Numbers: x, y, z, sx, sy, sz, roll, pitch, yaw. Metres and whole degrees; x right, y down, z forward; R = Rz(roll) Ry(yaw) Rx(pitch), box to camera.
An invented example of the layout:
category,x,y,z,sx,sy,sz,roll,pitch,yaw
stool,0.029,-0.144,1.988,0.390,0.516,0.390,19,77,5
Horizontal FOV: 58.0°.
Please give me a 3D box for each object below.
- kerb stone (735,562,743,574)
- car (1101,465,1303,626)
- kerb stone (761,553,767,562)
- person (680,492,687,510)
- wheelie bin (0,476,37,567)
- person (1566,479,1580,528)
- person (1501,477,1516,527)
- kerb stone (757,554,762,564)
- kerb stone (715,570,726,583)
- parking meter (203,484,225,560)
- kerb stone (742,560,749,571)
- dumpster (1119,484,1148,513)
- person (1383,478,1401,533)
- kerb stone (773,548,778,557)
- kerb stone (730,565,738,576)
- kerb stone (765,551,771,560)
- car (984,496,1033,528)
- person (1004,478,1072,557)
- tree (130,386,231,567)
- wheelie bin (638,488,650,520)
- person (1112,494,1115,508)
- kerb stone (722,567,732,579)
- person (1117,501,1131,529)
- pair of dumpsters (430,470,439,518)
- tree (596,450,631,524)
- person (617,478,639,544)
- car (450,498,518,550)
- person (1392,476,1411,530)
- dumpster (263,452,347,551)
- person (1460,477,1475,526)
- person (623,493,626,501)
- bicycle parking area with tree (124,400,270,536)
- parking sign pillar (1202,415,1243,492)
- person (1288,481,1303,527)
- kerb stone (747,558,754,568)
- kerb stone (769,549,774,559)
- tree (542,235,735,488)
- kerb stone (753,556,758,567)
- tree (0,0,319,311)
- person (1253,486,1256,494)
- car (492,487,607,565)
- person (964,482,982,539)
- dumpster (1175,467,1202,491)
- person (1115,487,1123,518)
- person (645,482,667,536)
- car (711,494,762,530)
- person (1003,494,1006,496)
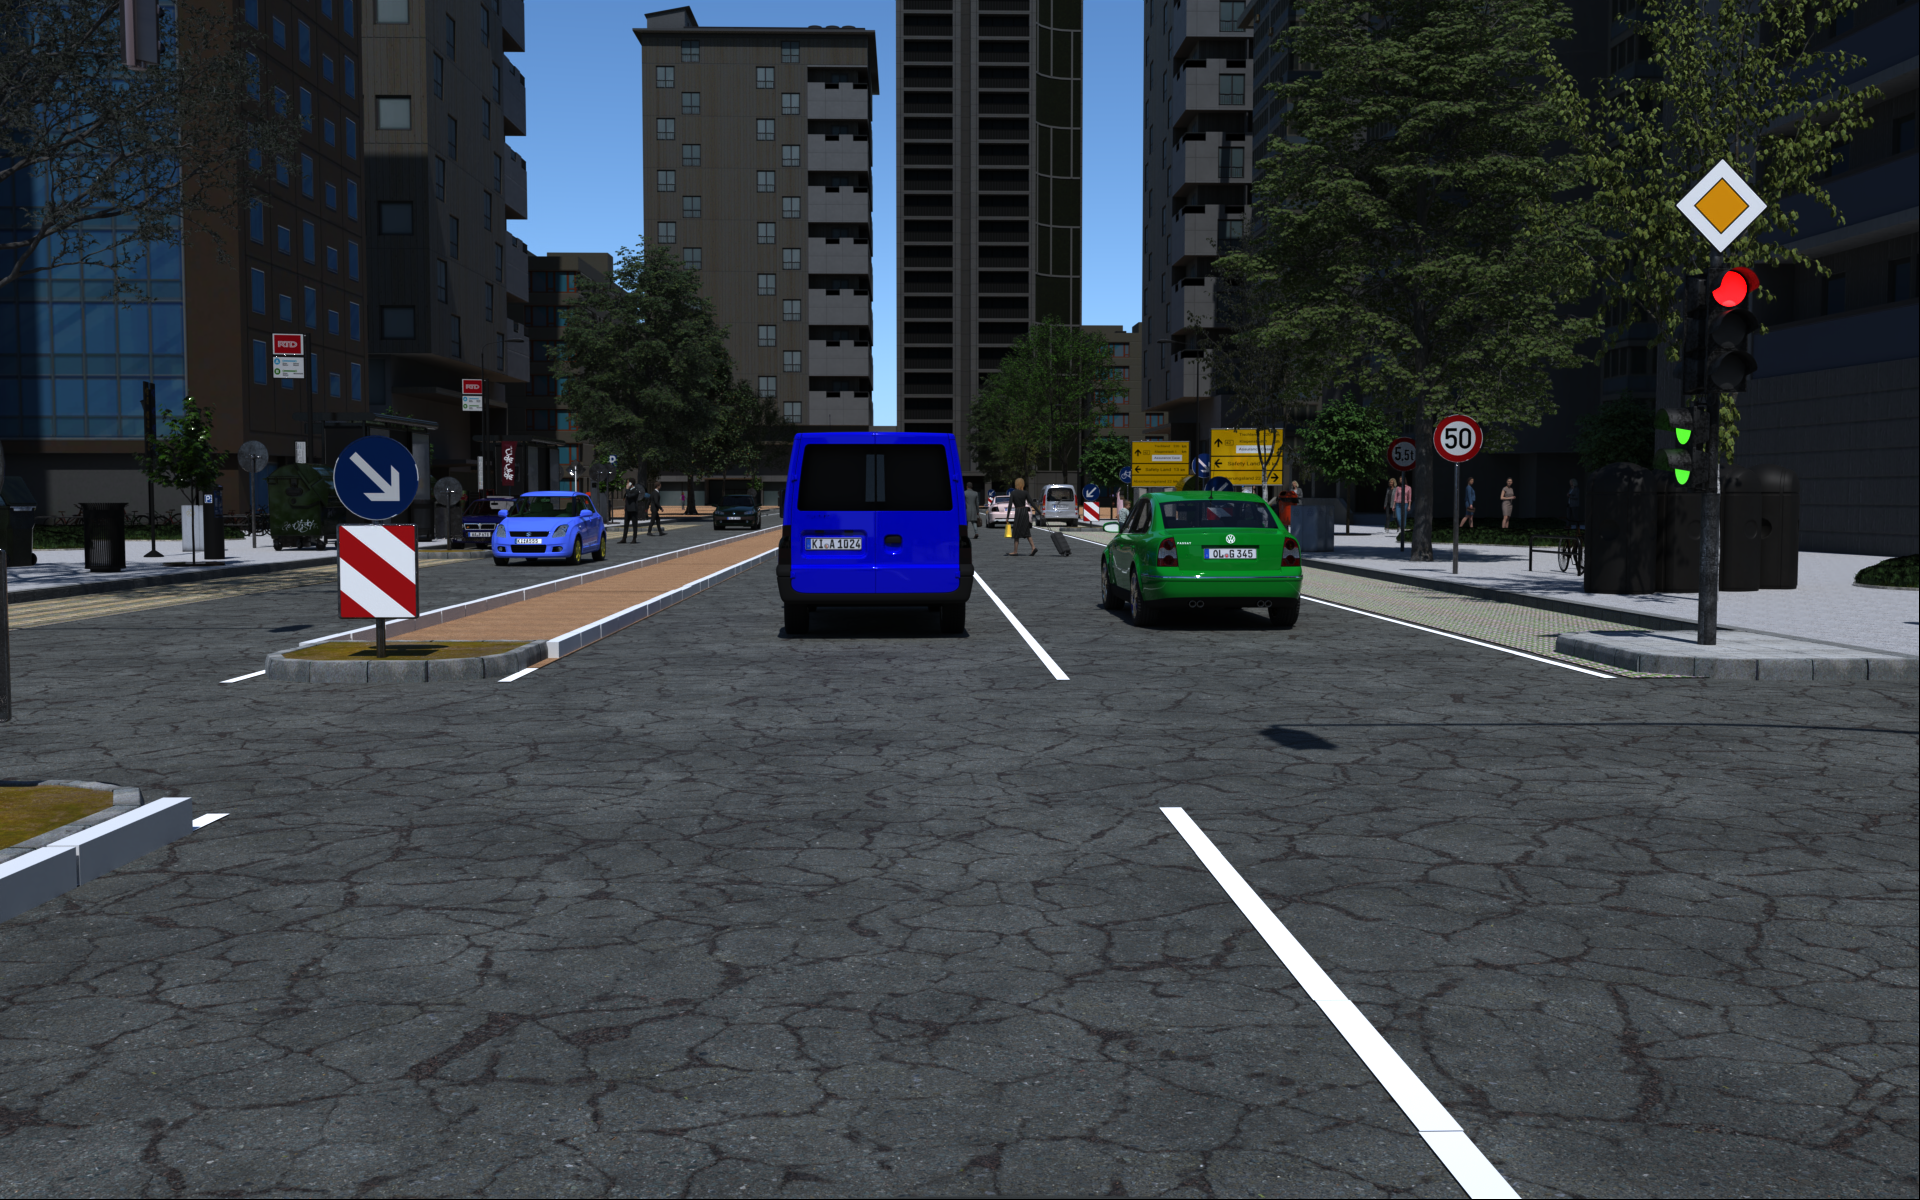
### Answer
category,x,y,z,sx,sy,sz,roll,pitch,yaw
kerb stone,-4.019,-0.533,30.903,0.120,0.150,1.000,0,4,-2
car,2.712,-0.694,20.146,1.959,1.807,4.718,0,4,-2
kerb stone,-4.173,-0.845,36.031,0.120,0.150,1.000,0,4,-2
person,-22.763,-8.165,142.762,0.599,1.433,0.991,2,4,30
wheelie bin,-16.885,-1.393,30.690,0.693,1.594,0.980,1,4,16
person,20.505,-3.169,58.033,0.526,1.800,0.537,0,4,-6
person,16.455,-2.790,51.998,0.599,1.781,0.374,-3,4,-36
kerb stone,-4.147,-0.778,35.009,0.120,0.150,1.000,0,4,-2
kerb stone,-3.922,-0.345,27.829,0.120,0.150,1.000,0,4,-2
parking meter,-14.672,-1.568,34.046,0.372,1.533,0.369,0,3,0
kerb stone,-4.048,-0.594,31.925,0.120,0.150,1.000,0,4,-2
dumpster,9.110,-5.329,89.622,1.502,2.255,1.985,0,4,-2
person,14.159,-3.071,56.431,0.728,1.800,0.709,-3,4,-37
kerb stone,-4.269,-1.034,39.097,0.120,0.150,1.000,0,4,-2
kerb stone,-3.992,-0.470,29.881,0.120,0.150,1.000,0,4,-2
kerb stone,-4.205,-0.909,37.052,0.120,0.150,1.000,0,4,-2
car,2.079,-3.755,73.764,2.083,1.381,4.827,0,4,-1
person,1.755,-1.908,39.911,1.509,1.804,0.699,1,4,22
tree,-13.714,-2.234,31.121,1.663,3.219,1.824,0,3,0
wheelie bin,-15.606,-4.702,84.790,0.980,1.594,0.693,0,4,7
person,14.214,-9.317,161.609,0.421,1.427,0.697,-1,4,-23
kerb stone,-3.957,-0.407,28.850,0.120,0.150,1.000,0,4,-2
person,4.478,-2.084,47.261,0.352,1.250,0.332,-1,4,-13
pair of dumpsters,-17.326,-3.120,53.508,1.574,2.255,4.437,0,4,-2
tree,-15.241,-4.903,74.768,1.663,3.219,1.824,0,3,0
person,-9.575,-2.585,50.132,0.648,1.900,0.474,3,5,40
car,-12.017,-1.983,44.995,1.945,1.354,3.894,0,4,-2
person,13.095,-2.771,51.363,0.555,1.821,0.388,1,4,18
dumpster,-14.941,-2.279,39.757,1.502,2.255,1.985,0,4,-2
person,16.349,-3.038,55.742,0.654,1.822,0.581,2,4,26
person,-18.587,-5.650,98.043,0.705,1.869,1.348,3,4,38
bicycle parking area with tree,-24.918,-4.174,55.252,9.016,4.147,8.231,0,4,4
parking sign pillar,8.956,-4.325,59.187,1.447,3.967,1.447,-1,4,-13
person,13.020,-3.730,67.205,0.537,1.800,0.526,2,4,30
kerb stone,-4.081,-0.658,32.946,0.120,0.150,1.000,0,4,-2
kerb stone,-4.236,-0.969,38.076,0.120,0.150,1.000,0,4,-2
tree,-16.047,-11.036,87.087,9.857,13.997,8.962,0,3,0
kerb stone,-4.111,-0.718,33.977,0.120,0.150,1.000,0,4,-2
tree,-13.674,-6.856,22.470,12.009,13.543,11.850,0,3,0
person,14.832,-4.953,87.359,0.374,1.781,0.599,-1,4,-19
car,-8.485,-1.607,35.865,1.945,1.707,3.694,0,4,0
person,0.323,-2.874,55.600,0.694,1.812,0.767,-1,4,-23
dumpster,8.502,-3.627,61.795,1.502,2.255,1.985,0,4,-2
person,8.744,-5.333,93.914,0.551,1.740,0.621,-1,4,-23
person,-10.316,-3.102,58.995,0.755,1.850,0.659,-1,4,-21
car,-9.000,-3.687,70.061,2.009,1.686,4.222,0,4,-3
person,2.491,-5.237,97.387,1.065,1.426,0.557,2,4,34
